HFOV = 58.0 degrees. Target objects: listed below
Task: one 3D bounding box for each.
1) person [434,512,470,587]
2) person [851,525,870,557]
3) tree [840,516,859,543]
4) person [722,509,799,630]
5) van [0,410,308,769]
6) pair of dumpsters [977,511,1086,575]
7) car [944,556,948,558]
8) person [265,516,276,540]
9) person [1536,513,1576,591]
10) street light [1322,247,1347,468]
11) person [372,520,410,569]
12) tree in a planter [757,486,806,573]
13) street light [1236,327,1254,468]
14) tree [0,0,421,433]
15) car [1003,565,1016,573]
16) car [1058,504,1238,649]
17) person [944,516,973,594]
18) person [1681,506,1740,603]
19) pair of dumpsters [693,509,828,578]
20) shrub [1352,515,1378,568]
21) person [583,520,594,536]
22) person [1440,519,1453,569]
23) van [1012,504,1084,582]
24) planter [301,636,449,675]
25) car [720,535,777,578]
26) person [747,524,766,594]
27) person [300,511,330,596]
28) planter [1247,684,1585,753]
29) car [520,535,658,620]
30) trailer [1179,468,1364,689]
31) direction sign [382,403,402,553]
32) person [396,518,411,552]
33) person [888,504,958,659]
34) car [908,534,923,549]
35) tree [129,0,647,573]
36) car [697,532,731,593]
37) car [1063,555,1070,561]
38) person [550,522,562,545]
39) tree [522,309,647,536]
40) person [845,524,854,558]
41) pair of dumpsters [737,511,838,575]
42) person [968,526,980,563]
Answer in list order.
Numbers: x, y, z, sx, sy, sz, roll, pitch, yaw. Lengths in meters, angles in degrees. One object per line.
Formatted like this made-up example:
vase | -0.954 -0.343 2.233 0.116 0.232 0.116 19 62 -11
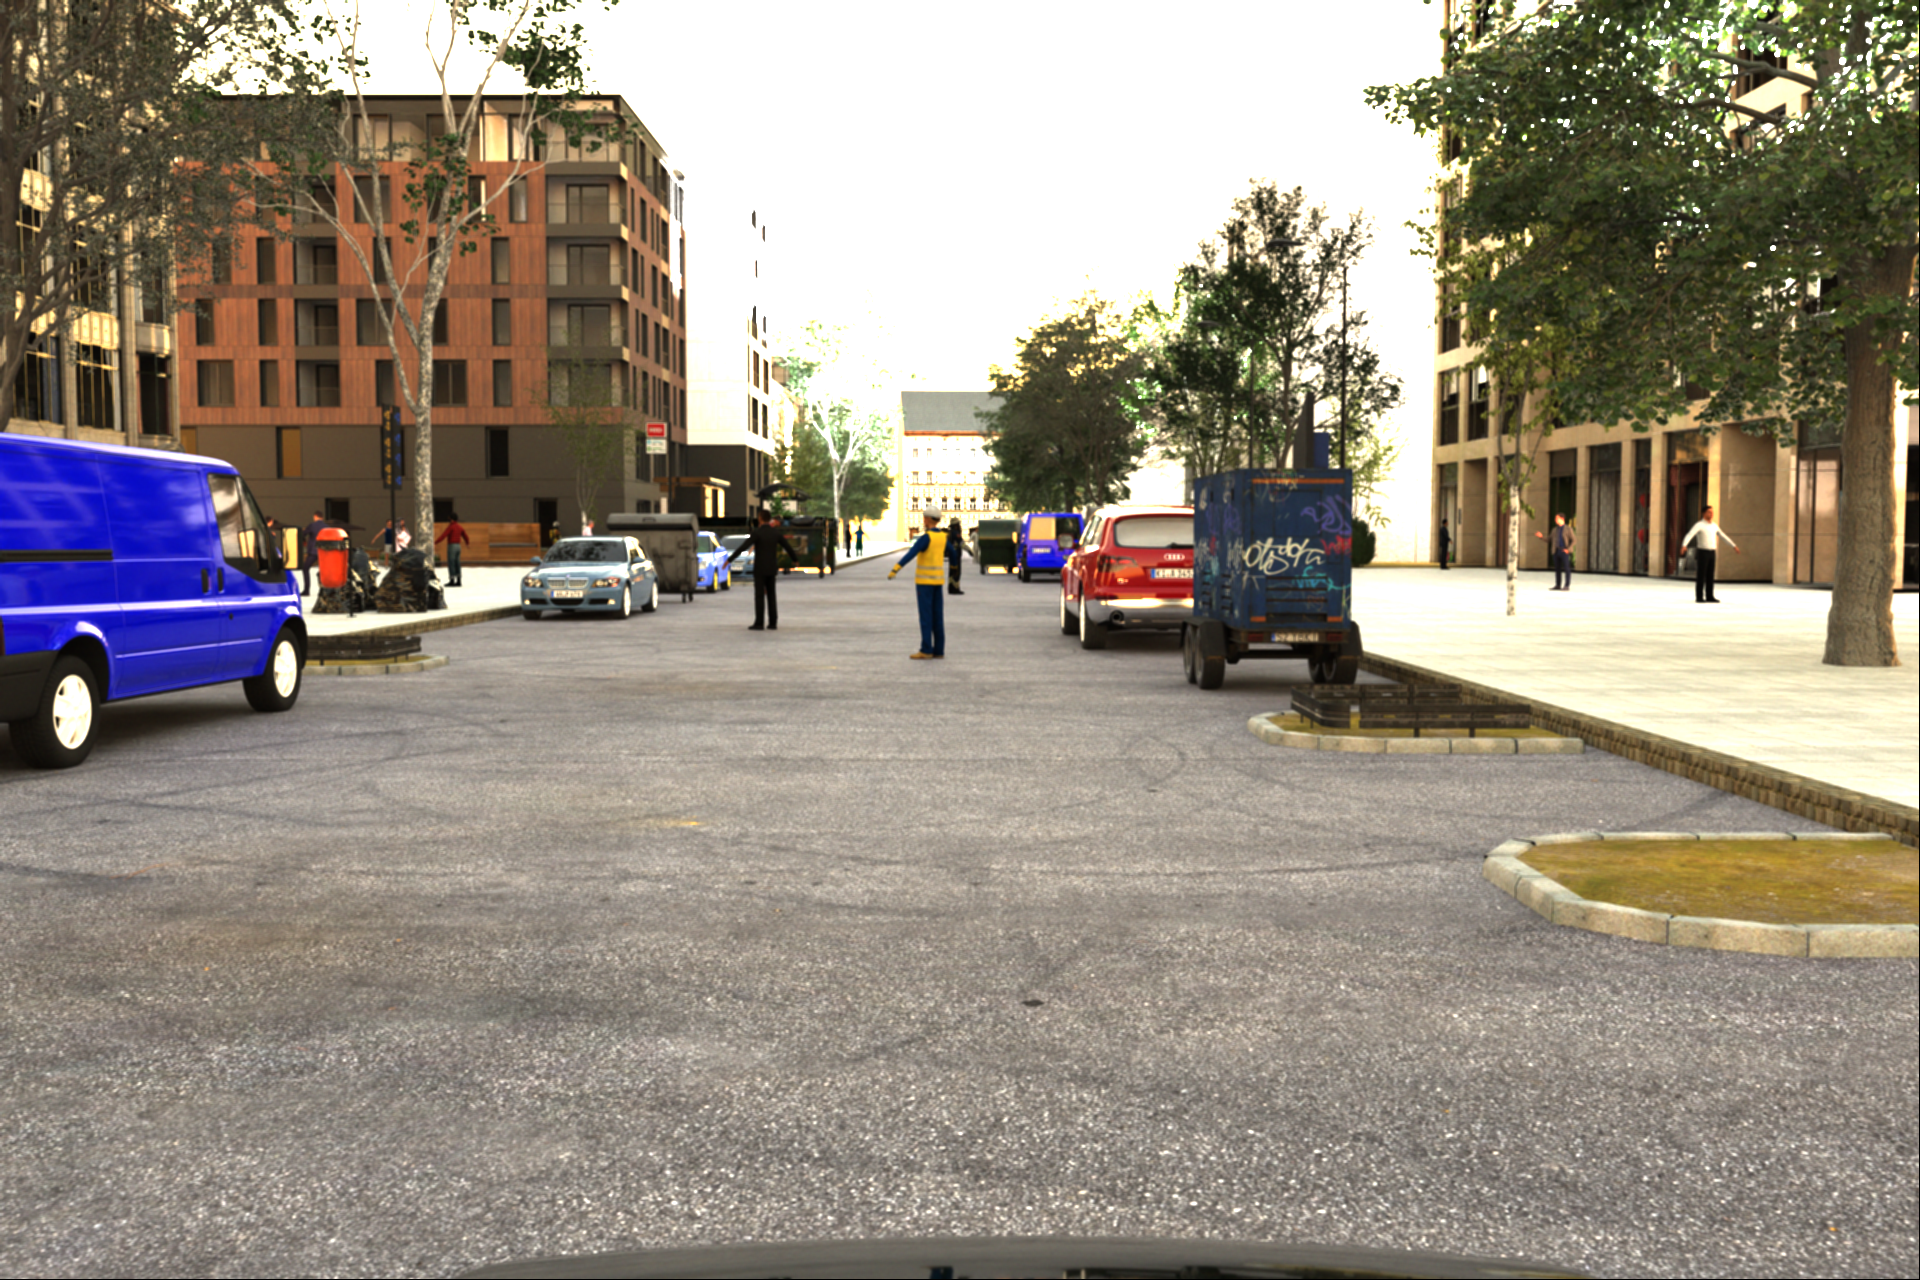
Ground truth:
person | -12.389 -2.214 42.301 0.704 1.816 1.345 2 4 24
person | -5.751 -5.657 98.619 1.347 1.817 0.704 -2 4 -24
tree | -17.284 -21.006 261.566 7.486 12.596 7.792 0 3 0
person | -2.945 -1.061 26.022 1.346 1.802 0.704 -3 5 -39
van | -6.363 -0.480 12.234 2.240 2.365 5.245 0 4 -1
pair of dumpsters | 2.825 -3.460 61.522 4.436 2.255 1.574 0 4 0
car | -0.879 -4.982 93.815 2.083 1.381 4.827 0 4 -1
person | -16.312 -2.071 40.830 0.530 1.710 0.541 -1 4 -18
person | 13.512 -2.003 39.324 0.750 1.759 0.617 -1 4 -18
street light | 6.609 -3.357 27.427 1.470 5.913 1.316 0 3 0
person | -20.731 -3.476 62.996 1.345 1.807 0.704 -2 4 -32
tree in a planter | -6.772 -4.116 64.521 1.991 3.239 1.994 0 4 0
street light | 6.918 -3.999 37.931 1.470 5.913 1.316 0 4 -1
tree | -12.356 -6.831 22.061 12.009 13.543 11.850 0 3 0
car | 2.583 -3.459 65.343 1.959 1.807 4.718 0 4 -1
car | 2.490 -0.881 23.079 2.281 1.827 5.304 0 4 -1
person | -0.101 -2.019 41.240 0.705 1.856 1.354 -2 4 -28
person | 14.003 -1.608 32.441 1.344 1.810 0.704 -1 4 -19
pair of dumpsters | -6.524 -3.142 56.321 4.436 2.255 1.574 0 4 0
shrub | 15.165 -3.786 66.328 1.690 2.028 1.600 0 3 0
person | -11.140 -2.765 52.184 0.436 1.711 0.756 -1 4 -16
person | 17.614 -3.475 62.859 0.704 1.823 1.345 0 4 2
van | 2.758 -2.967 52.895 2.240 2.365 5.245 0 4 -2
planter | -6.608 0.159 18.541 1.991 0.319 1.994 0 4 0
car | -6.501 -2.436 51.826 2.014 1.417 4.499 0 3 0
person | -4.736 -1.940 40.980 0.721 1.733 1.217 1 4 17
person | -13.458 -1.805 36.000 0.568 1.767 0.683 3 4 37
planter | 3.097 0.540 12.308 1.991 0.319 1.994 0 4 1
car | -6.456 -1.135 30.567 2.014 1.417 4.499 0 4 0
trailer | 2.884 -0.609 17.009 1.471 1.999 3.904 0 4 -1
direction sign | -9.970 -2.352 30.460 0.379 3.537 0.876 0 4 0
person | -15.941 -2.611 49.403 0.621 1.740 0.551 1 4 12
person | -0.397 -0.675 19.963 0.721 1.772 1.216 3 4 37
car | -2.788 -7.088 127.681 2.131 1.459 4.920 0 4 0
tree | -12.913 -11.272 40.189 12.611 20.169 13.585 0 3 0
car | -6.757 -2.055 43.186 1.945 1.707 3.694 0 3 0
car | 2.934 -1.357 31.982 2.009 1.686 4.222 0 4 0
person | -18.687 -4.557 80.274 0.705 1.858 1.354 -2 4 -34
tree | -12.813 -6.568 57.756 4.360 8.622 3.978 0 3 0
person | -6.071 -5.438 94.843 0.705 1.837 1.347 -1 4 -15
pair of dumpsters | -6.543 -3.446 61.298 4.436 2.255 1.574 0 4 -1
person | 0.818 -4.663 84.884 0.705 1.806 1.347 3 5 43
